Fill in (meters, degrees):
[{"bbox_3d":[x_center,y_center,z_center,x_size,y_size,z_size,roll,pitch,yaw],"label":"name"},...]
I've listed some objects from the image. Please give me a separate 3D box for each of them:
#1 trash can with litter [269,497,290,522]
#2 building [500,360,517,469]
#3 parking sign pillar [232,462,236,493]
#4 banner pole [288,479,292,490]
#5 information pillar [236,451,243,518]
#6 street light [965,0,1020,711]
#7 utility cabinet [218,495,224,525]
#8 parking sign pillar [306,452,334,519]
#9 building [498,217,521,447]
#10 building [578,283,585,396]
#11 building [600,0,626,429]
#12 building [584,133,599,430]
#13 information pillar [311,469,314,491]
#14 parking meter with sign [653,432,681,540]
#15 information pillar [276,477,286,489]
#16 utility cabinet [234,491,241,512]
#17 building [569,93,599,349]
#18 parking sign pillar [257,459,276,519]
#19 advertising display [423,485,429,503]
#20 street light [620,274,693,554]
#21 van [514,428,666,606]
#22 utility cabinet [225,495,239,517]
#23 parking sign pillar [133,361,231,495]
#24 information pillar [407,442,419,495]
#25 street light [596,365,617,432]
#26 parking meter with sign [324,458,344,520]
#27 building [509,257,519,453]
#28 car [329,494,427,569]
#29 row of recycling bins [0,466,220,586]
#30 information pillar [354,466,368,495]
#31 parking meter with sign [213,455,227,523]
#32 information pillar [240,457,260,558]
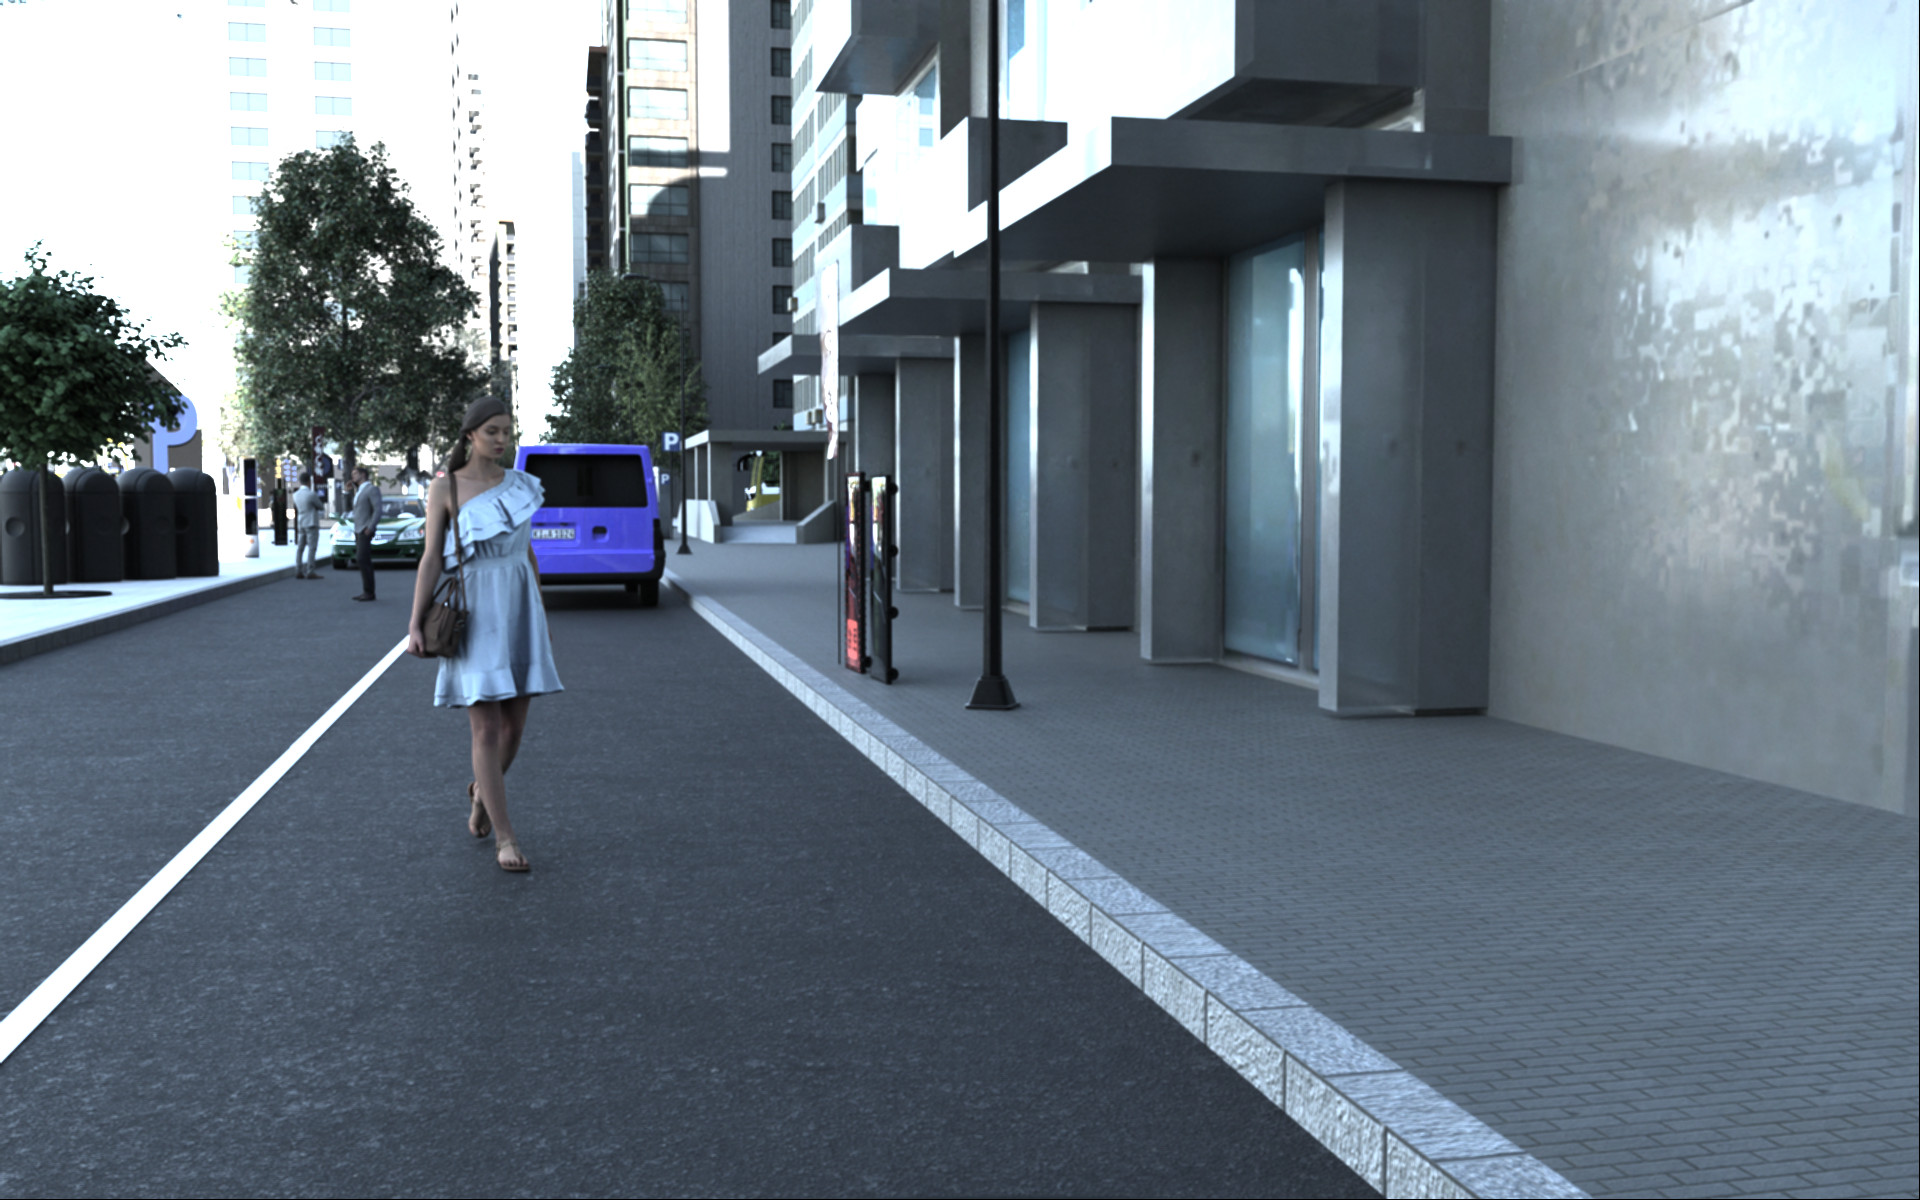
[{"bbox_3d":[-31.590,-4.228,80.521,1.055,1.170,0.624,2,4,28],"label":"trash can with litter"},{"bbox_3d":[-74.621,-23.822,234.520,27.650,21.520,28.899,-1,4,-13],"label":"building"},{"bbox_3d":[-51.894,-8.280,123.850,1.447,3.967,1.447,2,4,33],"label":"parking sign pillar"},{"bbox_3d":[-49.898,-8.500,128.992,0.401,3.779,0.863,0,4,-2],"label":"banner pole"},{"bbox_3d":[-39.145,-6.292,94.231,0.504,3.616,0.183,1,4,9],"label":"information pillar"},{"bbox_3d":[-0.333,-2.299,10.122,1.470,5.913,1.316,-1,4,-13],"label":"street light"},{"bbox_3d":[-31.107,-3.702,71.686,0.306,1.237,1.020,2,4,35],"label":"utility cabinet"},{"bbox_3d":[-32.511,-6.088,88.009,1.447,3.967,1.447,-2,4,-25],"label":"parking sign pillar"},{"bbox_3d":[-78.425,-37.210,263.013,22.147,44.769,28.867,-1,4,-13],"label":"building"},{"bbox_3d":[-45.101,-28.510,237.838,14.160,30.474,14.107,-1,4,-13],"label":"building"},{"bbox_3d":[-31.786,-46.267,194.710,20.563,71.187,20.611,-1,4,-13],"label":"building"},{"bbox_3d":[-38.592,-34.352,211.758,14.600,45.320,14.200,-1,4,-13],"label":"building"},{"bbox_3d":[-29.679,-5.385,79.392,0.183,3.616,0.504,-1,4,-16],"label":"information pillar"},{"bbox_3d":[-8.484,-3.250,49.398,0.543,3.016,1.738,-2,4,-27],"label":"parking meter with sign"},{"bbox_3d":[-29.605,-4.346,75.554,0.304,2.012,0.304,0,4,1],"label":"information pillar"},{"bbox_3d":[-49.370,-6.756,119.140,1.173,1.500,0.318,1,4,20],"label":"utility cabinet"},{"bbox_3d":[-47.083,-43.805,258.204,21.231,58.520,28.212,-1,4,-13],"label":"building"},{"bbox_3d":[-36.595,-6.282,91.189,1.447,3.967,1.447,1,4,12],"label":"parking sign pillar"},{"bbox_3d":[-27.945,-5.289,91.690,0.974,1.923,0.123,1,4,10],"label":"advertising display"},{"bbox_3d":[-6.426,-3.928,36.758,1.470,5.913,1.316,-1,4,-13],"label":"street light"},{"bbox_3d":[-5.186,-1.177,23.631,2.240,2.365,5.245,-1,4,-14],"label":"van"},{"bbox_3d":[-41.164,-5.284,97.548,1.020,1.237,0.306,-2,4,-26],"label":"utility cabinet"},{"bbox_3d":[-15.018,-2.716,32.880,1.447,3.967,1.447,1,4,21],"label":"parking sign pillar"},{"bbox_3d":[-24.328,-5.245,77.106,0.504,3.616,0.183,0,4,-6],"label":"information pillar"},{"bbox_3d":[-12.452,-5.521,62.807,1.470,5.913,1.316,-1,4,-13],"label":"street light"},{"bbox_3d":[-30.705,-5.437,85.157,1.738,3.016,0.543,3,5,42],"label":"parking meter with sign"},{"bbox_3d":[-79.995,-36.769,284.763,14.154,41.232,14.086,-1,4,-13],"label":"building"},{"bbox_3d":[-11.492,-1.411,34.869,2.131,1.459,4.920,-1,4,-13],"label":"car"},{"bbox_3d":[-12.551,-1.140,25.754,1.069,1.692,3.534,2,4,25],"label":"row of recycling bins"},{"bbox_3d":[-15.912,-2.544,46.086,0.304,2.012,0.304,-1,4,-9],"label":"information pillar"},{"bbox_3d":[-33.553,-4.941,77.053,0.543,3.016,1.738,3,5,43],"label":"parking meter with sign"},{"bbox_3d":[-14.288,-1.856,34.845,0.304,2.012,0.304,-2,4,-28],"label":"information pillar"}]
